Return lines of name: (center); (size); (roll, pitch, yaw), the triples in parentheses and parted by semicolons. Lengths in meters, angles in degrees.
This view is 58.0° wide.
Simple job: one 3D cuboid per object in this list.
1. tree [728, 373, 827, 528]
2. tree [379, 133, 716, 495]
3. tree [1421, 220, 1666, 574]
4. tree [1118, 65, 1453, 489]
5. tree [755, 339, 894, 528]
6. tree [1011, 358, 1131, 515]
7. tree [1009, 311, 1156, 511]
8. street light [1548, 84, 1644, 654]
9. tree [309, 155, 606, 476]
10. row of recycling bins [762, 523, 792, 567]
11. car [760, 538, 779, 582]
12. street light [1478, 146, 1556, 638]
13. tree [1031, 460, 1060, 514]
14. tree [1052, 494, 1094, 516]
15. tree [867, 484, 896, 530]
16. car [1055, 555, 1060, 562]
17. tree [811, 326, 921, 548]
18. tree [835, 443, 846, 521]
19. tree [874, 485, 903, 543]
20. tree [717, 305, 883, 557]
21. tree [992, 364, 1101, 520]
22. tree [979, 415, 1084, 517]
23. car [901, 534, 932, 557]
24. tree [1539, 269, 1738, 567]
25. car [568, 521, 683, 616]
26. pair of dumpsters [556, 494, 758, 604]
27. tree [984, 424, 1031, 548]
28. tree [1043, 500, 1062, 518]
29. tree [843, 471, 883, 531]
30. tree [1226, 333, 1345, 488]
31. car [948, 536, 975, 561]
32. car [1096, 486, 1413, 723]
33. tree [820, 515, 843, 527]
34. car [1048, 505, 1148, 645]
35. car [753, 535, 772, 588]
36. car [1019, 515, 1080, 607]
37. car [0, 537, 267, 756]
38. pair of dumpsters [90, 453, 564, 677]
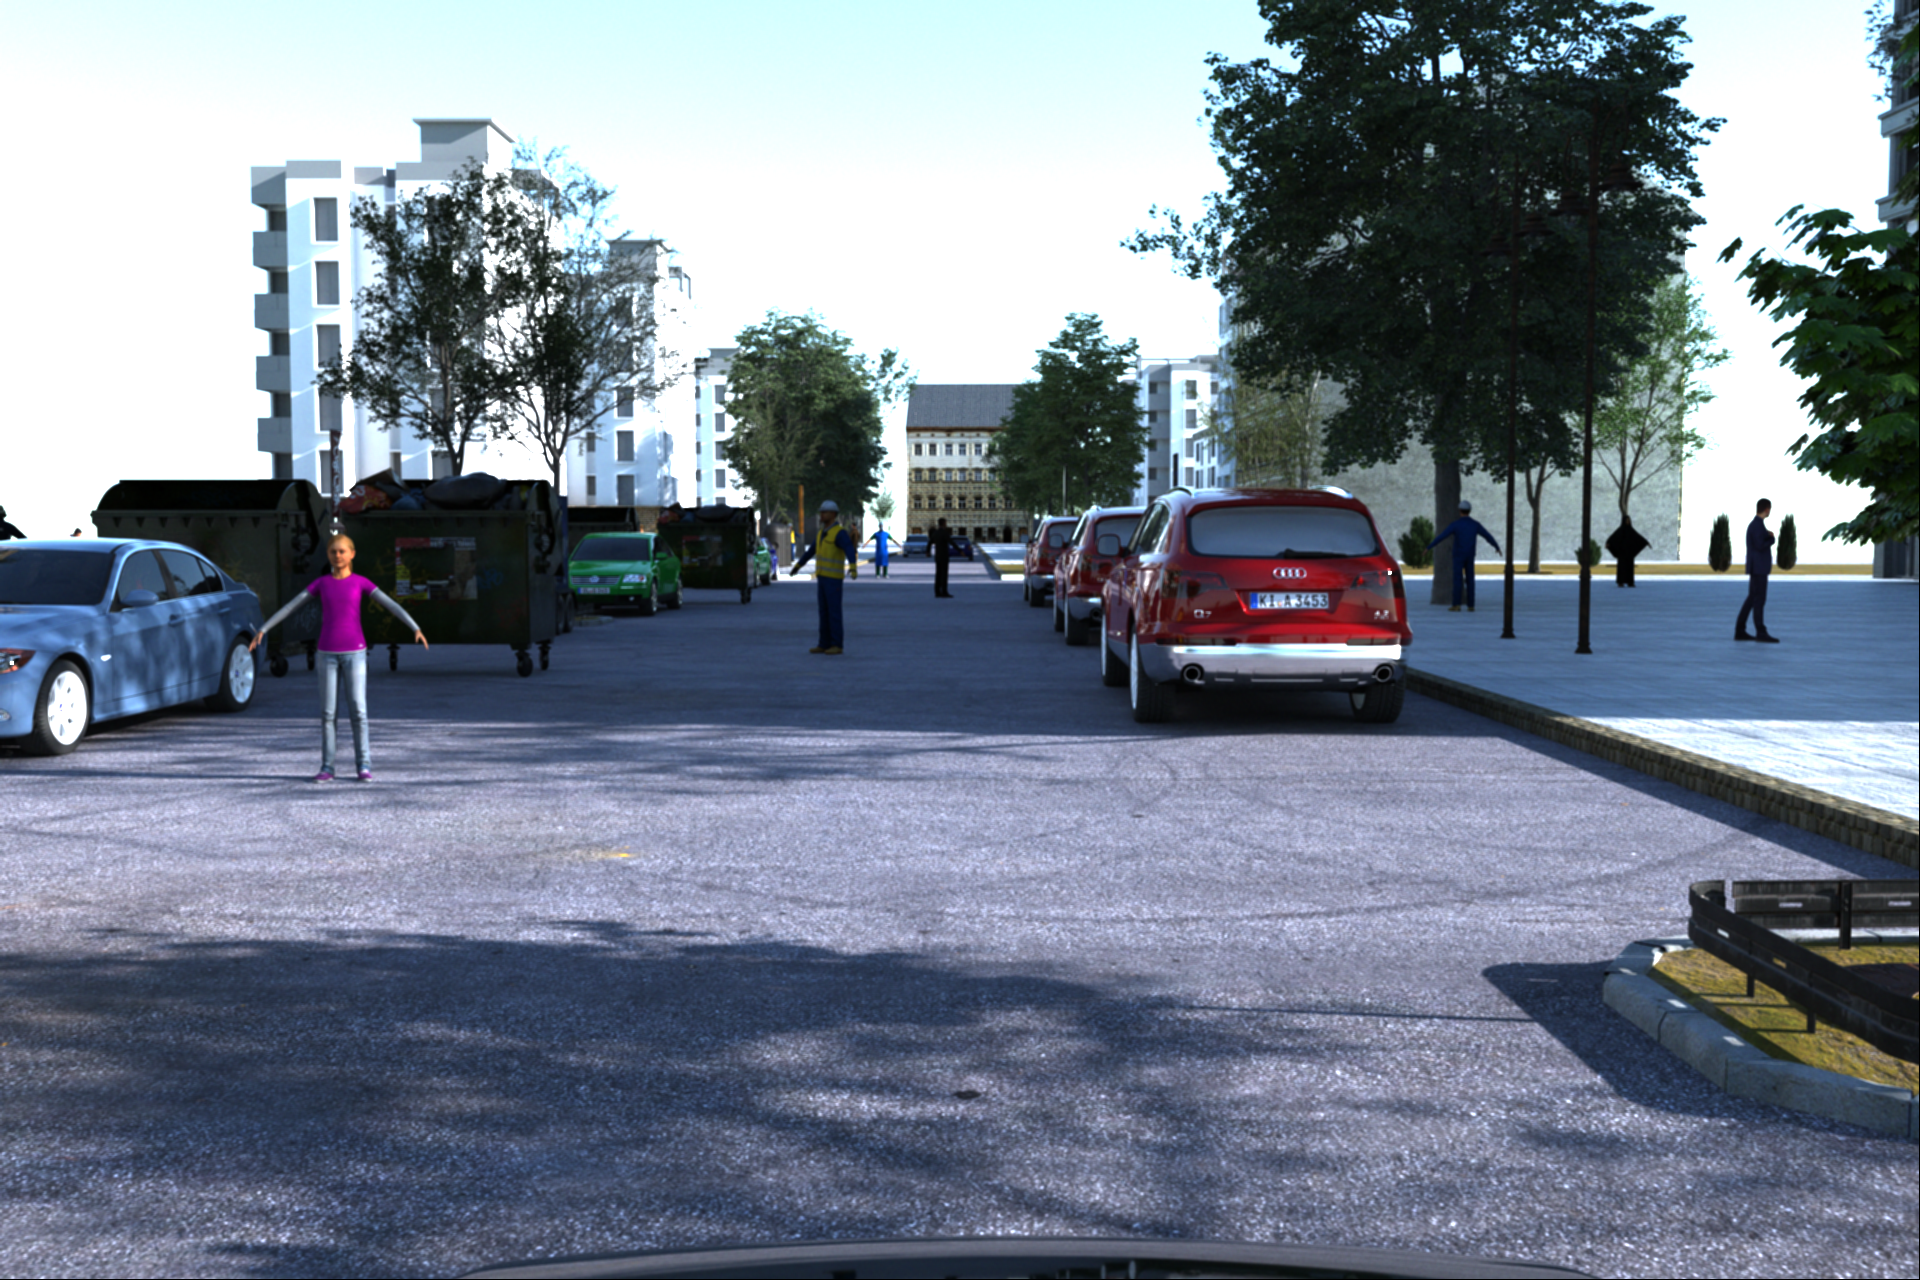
tree: (-9.043, -7.928, 79.986); (4.360, 8.622, 3.978); (0, 3, 0)
tree: (-12.555, -8.750, 53.432); (12.009, 13.543, 11.850); (0, 3, 0)
tree: (18.565, -7.953, 55.790); (9.928, 11.665, 9.643); (0, 3, 0)
tree: (12.902, -13.205, 71.798); (12.611, 20.169, 13.585); (0, 3, 0)
tree: (-8.614, -12.550, 111.845); (9.857, 13.997, 8.962); (0, 3, 0)
tree: (6.513, -10.752, 101.556); (9.928, 11.665, 9.643); (0, 3, 0)
tree: (6.357, -10.451, 88.996); (7.486, 12.596, 7.792); (0, 3, 0)
street light: (6.707, -2.793, 18.449); (0.468, 5.910, 1.993); (0, 3, 0)
tree: (-11.993, -6.579, 41.972); (8.767, 10.594, 7.601); (2, 4, 32)
row of recycling bins: (-7.209, -3.758, 68.549); (1.069, 1.692, 3.534); (0, 4, 0)
car: (-6.509, -2.438, 52.448); (1.945, 1.354, 3.894); (0, 3, 0)
street light: (6.763, -2.961, 21.196); (0.468, 5.910, 1.993); (0, 4, 0)
tree: (6.180, -11.244, 134.199); (4.360, 8.622, 3.978); (0, 3, 0)
tree: (16.536, -20.337, 250.642); (7.486, 12.596, 7.792); (0, 3, 0)
tree: (-11.250, -18.135, 246.876); (4.737, 8.622, 4.395); (0, 3, 0)
car: (2.718, -1.089, 29.605); (2.131, 1.459, 4.920); (0, 4, 0)
tree: (-10.845, -18.539, 158.994); (12.611, 20.169, 13.585); (0, 3, 0)
tree: (-9.567, -10.884, 128.321); (4.360, 8.622, 3.978); (0, 3, 0)
tree: (-9.902, -18.408, 251.326); (4.360, 8.622, 3.978); (0, 3, 0)
tree: (-8.864, -11.522, 95.046); (9.857, 13.997, 8.962); (0, 3, 0)
tree: (5.978, -12.011, 114.501); (7.486, 12.596, 7.792); (0, 3, 0)
tree: (5.885, -11.642, 124.763); (8.767, 10.594, 7.601); (-1, 4, -19)
car: (-2.646, -5.880, 108.143); (2.014, 1.417, 4.499); (0, 3, 0)
tree: (26.157, -8.691, 67.853); (9.928, 11.665, 9.643); (0, 3, 0)
car: (-6.220, -1.401, 31.697); (1.959, 1.807, 4.718); (0, 3, 0)
pair of dumpsters: (-6.448, -1.884, 35.749); (4.436, 2.255, 1.574); (0, 4, 0)
tree: (6.052, -14.073, 155.841); (9.928, 11.665, 9.643); (0, 3, 0)
tree: (6.652, -12.005, 146.650); (4.360, 8.622, 3.978); (0, 3, 0)
tree: (-9.223, -12.007, 146.671); (4.360, 8.622, 3.978); (0, 3, 0)
tree: (11.705, -6.668, 59.386); (4.360, 8.622, 3.978); (0, 3, 0)
car: (-0.140, -4.952, 93.541); (1.945, 1.354, 3.894); (0, 3, 0)
car: (2.336, -0.368, 14.695); (2.281, 1.827, 5.304); (0, 4, 1)
tree: (-9.337, -11.353, 135.984); (4.360, 8.622, 3.978); (0, 3, 0)
car: (2.378, -0.928, 23.842); (2.281, 1.827, 5.304); (0, 4, 1)
car: (-6.200, -2.345, 47.131); (1.959, 1.807, 4.718); (0, 4, 1)
car: (2.376, -1.649, 35.640); (2.281, 1.827, 5.304); (0, 4, 0)
car: (-6.648, -0.043, 12.704); (2.014, 1.417, 4.499); (0, 3, 0)
pair of dumpsters: (-6.395, -0.779, 17.690); (4.436, 2.255, 1.574); (0, 4, 0)
